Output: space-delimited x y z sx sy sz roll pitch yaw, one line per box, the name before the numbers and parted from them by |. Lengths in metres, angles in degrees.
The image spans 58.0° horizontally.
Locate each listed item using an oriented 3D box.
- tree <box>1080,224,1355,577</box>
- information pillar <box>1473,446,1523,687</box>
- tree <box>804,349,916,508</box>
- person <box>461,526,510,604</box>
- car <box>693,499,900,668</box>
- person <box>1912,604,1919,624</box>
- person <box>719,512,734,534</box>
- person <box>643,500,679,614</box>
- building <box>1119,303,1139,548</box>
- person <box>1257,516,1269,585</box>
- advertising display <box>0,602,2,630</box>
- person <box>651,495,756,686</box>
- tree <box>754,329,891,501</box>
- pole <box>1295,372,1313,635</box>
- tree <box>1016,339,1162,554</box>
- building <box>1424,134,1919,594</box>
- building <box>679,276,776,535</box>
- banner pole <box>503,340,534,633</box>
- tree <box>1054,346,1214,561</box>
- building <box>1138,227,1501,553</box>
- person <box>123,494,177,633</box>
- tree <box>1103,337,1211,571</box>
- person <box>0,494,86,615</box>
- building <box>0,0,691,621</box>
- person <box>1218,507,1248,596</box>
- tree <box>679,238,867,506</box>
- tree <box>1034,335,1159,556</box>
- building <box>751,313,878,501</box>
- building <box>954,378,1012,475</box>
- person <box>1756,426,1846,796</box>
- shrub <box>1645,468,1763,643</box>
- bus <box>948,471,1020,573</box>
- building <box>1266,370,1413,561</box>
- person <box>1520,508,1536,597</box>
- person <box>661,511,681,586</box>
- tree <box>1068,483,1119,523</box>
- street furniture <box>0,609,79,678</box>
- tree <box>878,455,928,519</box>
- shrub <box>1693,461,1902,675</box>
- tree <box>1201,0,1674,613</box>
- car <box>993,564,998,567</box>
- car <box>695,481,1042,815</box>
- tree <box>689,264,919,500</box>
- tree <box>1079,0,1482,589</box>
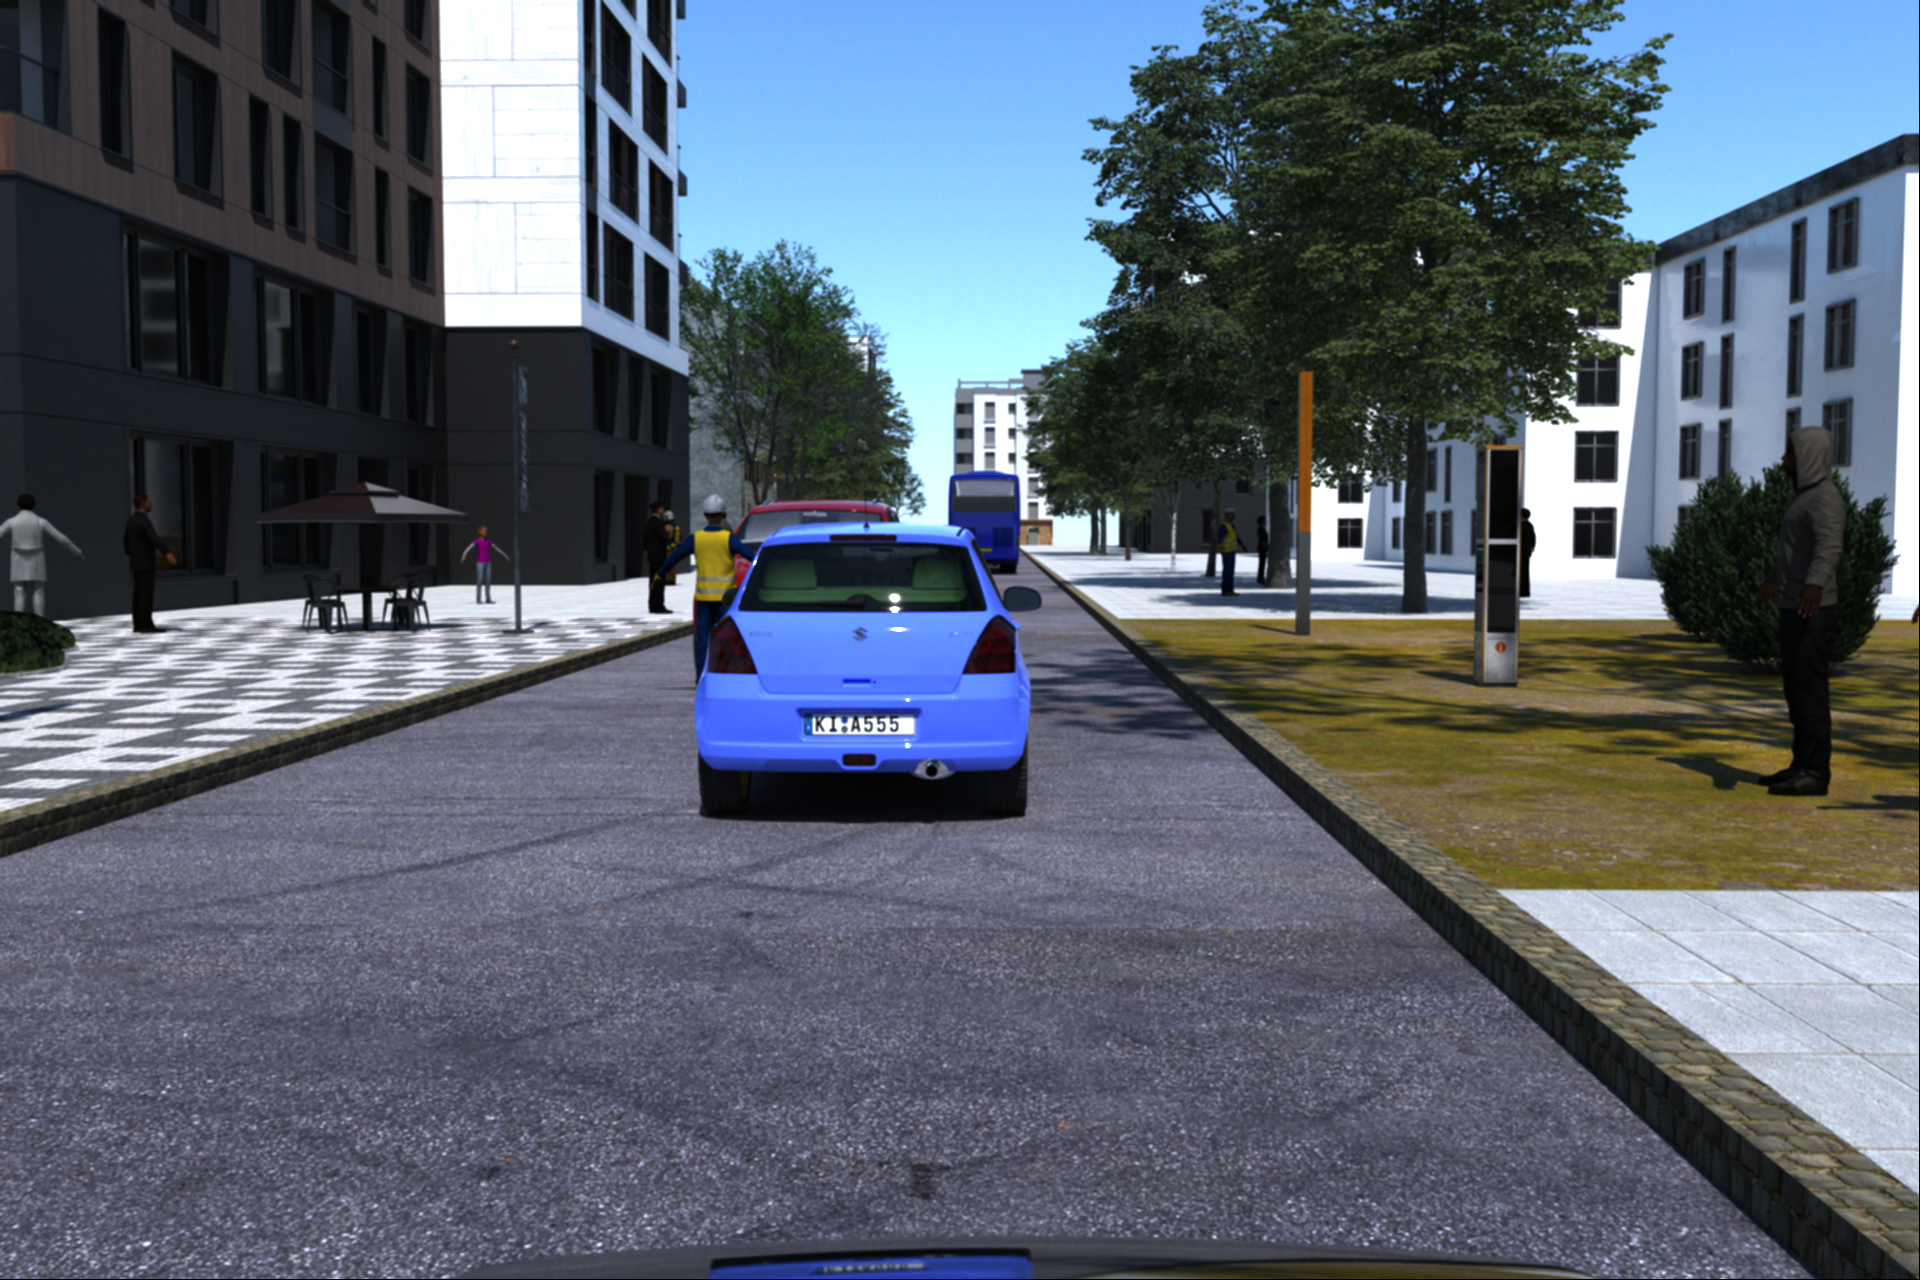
tree | 7.620 -7.150 51.322 8.767 10.594 7.601 -1 4 -21
information pillar | 4.524 -0.617 14.575 0.304 2.012 0.304 0 4 2
tree | -6.438 -11.536 106.740 7.486 12.596 7.792 0 3 0
person | -8.702 -1.375 31.743 0.599 1.433 0.991 3 5 44
car | -1.493 -0.600 18.490 2.281 1.827 5.304 0 4 2
person | 4.706 -0.062 7.163 1.345 1.843 0.704 1 4 15
person | -5.140 -1.898 37.308 0.705 1.796 1.348 2 4 27
person | -4.861 -1.349 27.988 0.705 1.837 1.347 -2 4 -33
building | 29.427 -19.907 169.453 27.936 21.610 32.646 0 4 2
person | 7.741 -2.274 43.895 0.721 1.740 1.216 1 4 13
advertising display | -6.596 -0.371 11.286 0.123 1.923 0.974 0 4 2
person | -2.131 -0.385 15.220 1.216 1.772 0.721 0 4 6
tree | -7.554 -10.737 93.675 7.486 12.596 7.792 0 3 0
pole | 4.349 -1.715 21.878 0.158 3.312 0.155 0 3 0
tree | 8.527 -12.475 110.622 9.857 13.997 8.962 0 3 0
building | 20.967 -6.627 50.501 9.099 9.664 28.070 0 4 2
building | -24.250 -18.282 129.836 19.493 23.208 18.063 0 4 1
banner pole | -5.745 -1.997 22.666 0.401 3.779 0.863 0 4 1
tree | 8.258 -9.132 83.713 8.767 10.594 7.601 1 4 18
building | 27.388 -17.599 131.713 27.936 21.610 32.646 0 4 2
person | -10.569 -0.994 22.474 1.346 1.802 0.704 3 5 42
tree | 7.559 -6.707 60.019 4.360 8.622 3.978 0 3 0
person | -12.213 -1.010 22.702 1.347 1.806 0.705 -2 4 -28
building | -23.328 -12.037 40.774 27.936 21.610 32.646 0 4 2
person | 5.583 -1.823 35.783 0.705 1.833 1.349 2 4 32
tree | -7.182 -8.332 61.990 9.928 11.665 9.643 0 3 0
tree | 7.948 -11.095 99.525 7.486 12.596 7.792 0 3 0
building | -23.454 -20.351 176.709 27.936 21.610 32.646 0 4 1
building | -0.422 -21.075 203.453 11.380 20.090 16.016 0 4 6
person | 4.176 -0.151 8.605 0.705 1.813 1.348 1 4 17
shrub | 9.104 -1.012 20.585 1.661 2.075 1.752 0 3 0
bus | 0.966 -4.607 66.875 2.896 3.916 12.251 0 4 1
building | 21.707 -8.777 85.646 9.099 9.664 28.070 0 4 1
person | 11.410 -1.772 35.157 0.705 1.806 1.347 3 5 42
person | -7.264 -2.283 43.101 0.705 1.858 1.354 1 4 22
tree | 16.583 -17.900 203.042 12.009 13.543 11.850 0 3 0
street furniture | -12.168 0.038 15.013 5.734 0.657 10.072 2 4 34
tree | -7.179 -16.423 202.930 7.601 10.594 8.767 0 4 3
shrub | 7.641 -0.722 15.851 1.661 2.075 1.752 0 3 0
tree | 7.716 -6.701 27.692 7.486 12.596 7.792 0 3 0
car | 0.862 -4.137 77.862 2.015 1.641 3.980 0 4 1
car | -0.478 -0.034 10.142 1.945 1.707 3.694 0 3 0
tree | -7.533 -10.333 79.319 12.009 13.543 11.850 0 3 0
tree | 7.421 -8.179 40.389 9.857 13.997 8.962 0 3 0
